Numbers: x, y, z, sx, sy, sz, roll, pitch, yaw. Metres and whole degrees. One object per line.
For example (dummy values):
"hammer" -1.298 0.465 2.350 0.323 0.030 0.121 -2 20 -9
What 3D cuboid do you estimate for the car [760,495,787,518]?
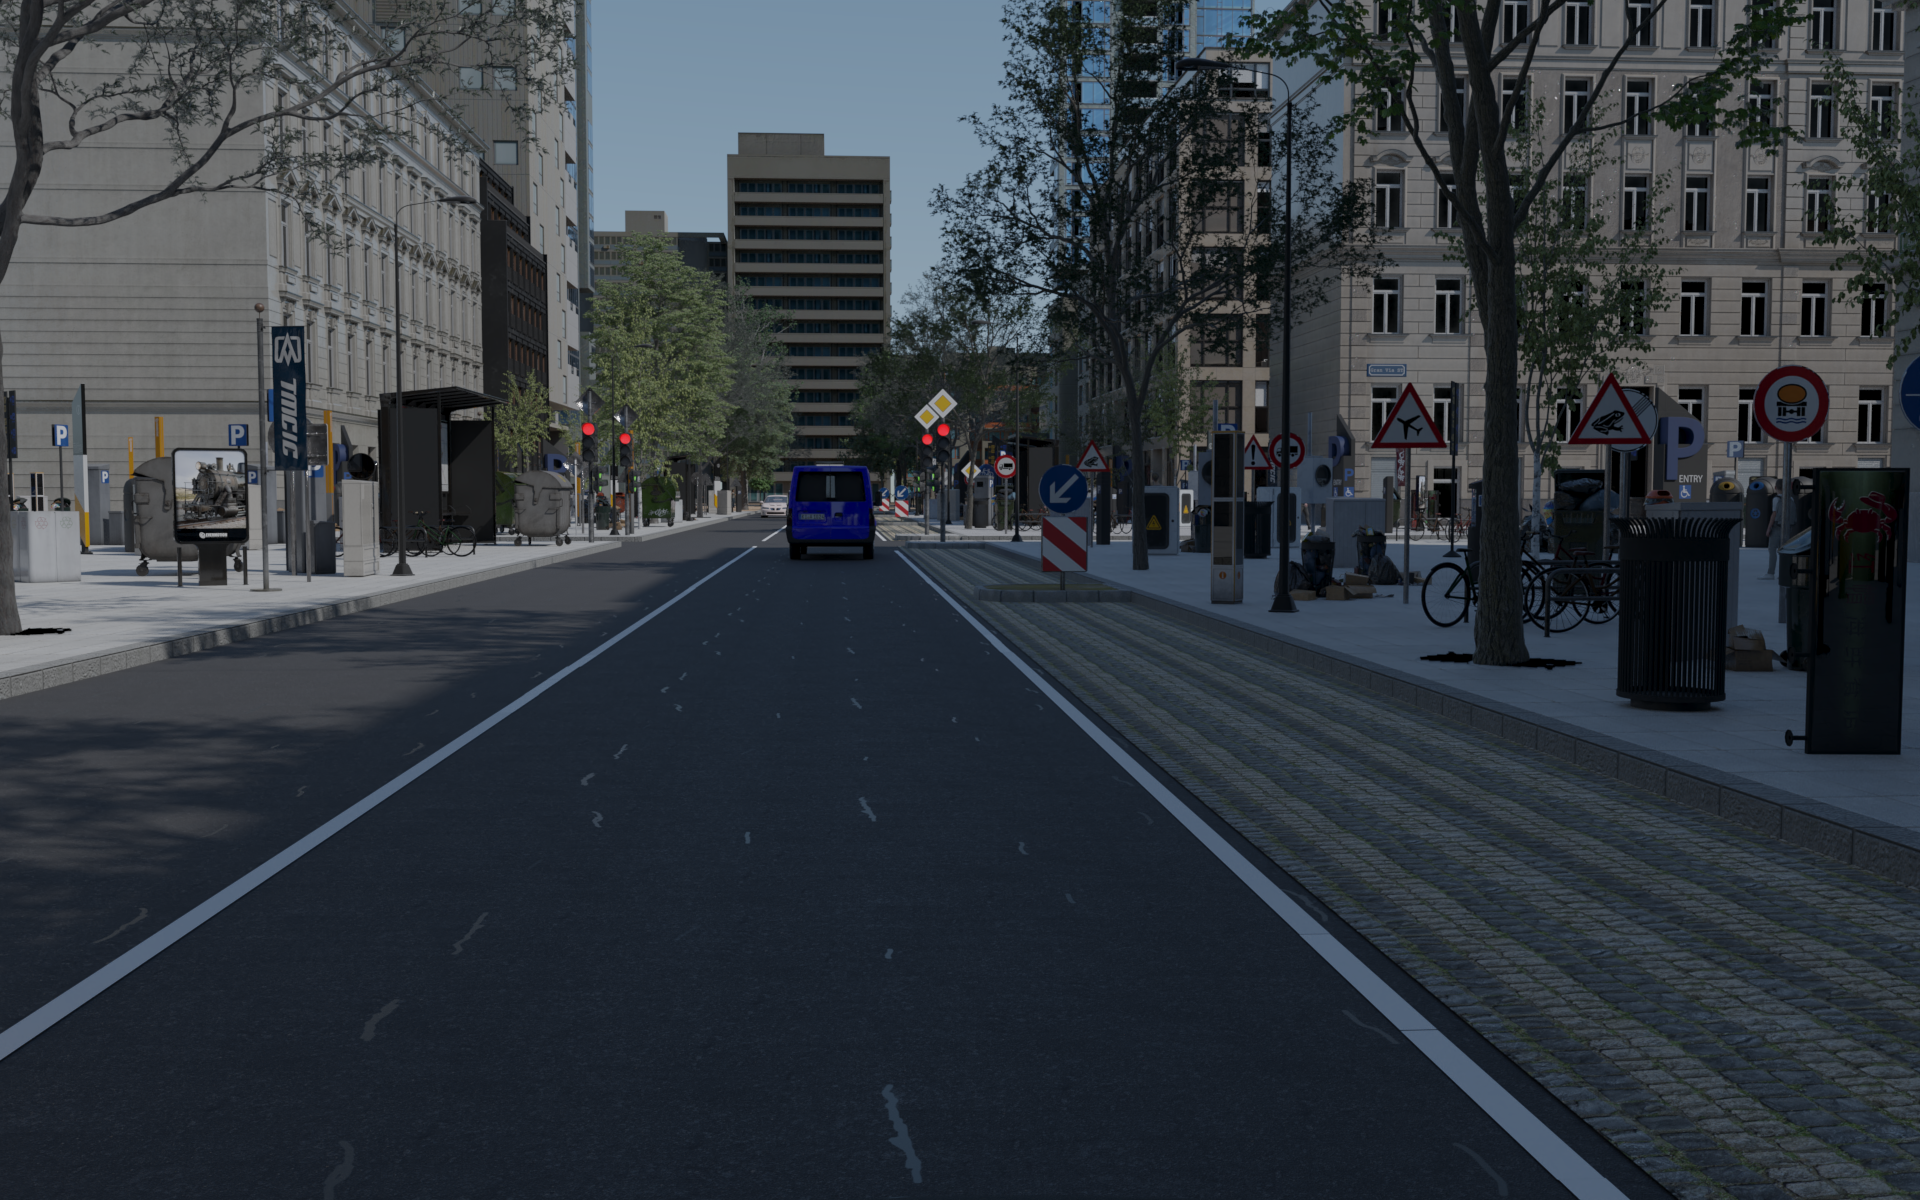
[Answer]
"car" -11.096 -5.684 105.293 2.083 1.381 4.827 0 4 -3

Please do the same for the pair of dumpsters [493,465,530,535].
"pair of dumpsters" -14.575 -3.246 55.568 1.574 2.255 4.437 0 4 -4

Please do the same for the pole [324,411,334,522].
"pole" -15.449 -2.971 42.414 0.158 3.312 0.155 0 3 0

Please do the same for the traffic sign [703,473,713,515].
"traffic sign" -15.288 -6.380 104.318 0.884 2.594 0.081 0 4 -4

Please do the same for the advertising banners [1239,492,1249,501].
"advertising banners" 13.945 -5.705 89.468 2.074 3.025 0.090 -1 4 -14

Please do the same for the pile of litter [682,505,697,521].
"pile of litter" -13.575 -4.282 83.972 1.719 0.858 1.176 1 4 19

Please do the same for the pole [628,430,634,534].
"pole" -10.570 -3.773 55.530 0.158 3.312 0.155 0 3 0

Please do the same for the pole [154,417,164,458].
"pole" -21.097 -3.172 45.704 0.158 3.312 0.155 0 3 0

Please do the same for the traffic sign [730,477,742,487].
"traffic sign" -16.695 -7.898 129.141 0.884 2.594 0.081 0 4 -3

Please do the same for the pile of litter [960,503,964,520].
"pile of litter" -0.819 -5.046 96.466 1.719 0.858 1.176 -1 4 -20

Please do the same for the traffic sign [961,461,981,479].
"traffic sign" 0.455 -4.202 68.435 0.795 2.593 0.064 0 4 0

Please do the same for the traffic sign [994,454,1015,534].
"traffic sign" 1.480 -3.395 55.613 0.768 2.556 0.104 0 4 3

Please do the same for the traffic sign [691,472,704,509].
"traffic sign" -15.027 -6.059 99.170 0.768 2.556 0.104 0 4 4

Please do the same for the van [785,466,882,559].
"van" -2.895 -2.157 39.647 2.240 2.365 5.245 0 4 -3

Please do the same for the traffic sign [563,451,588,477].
"traffic sign" -11.828 -3.274 53.268 0.795 2.593 0.064 0 3 0

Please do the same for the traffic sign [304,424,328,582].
"traffic sign" -9.489 -1.410 25.181 0.606 2.300 0.079 0 4 -1

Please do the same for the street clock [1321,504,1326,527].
"street clock" 14.212 -3.862 67.710 0.471 2.002 0.358 0 4 5

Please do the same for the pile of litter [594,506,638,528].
"pile of litter" -13.077 -3.177 65.914 1.719 0.858 1.176 0 4 -4

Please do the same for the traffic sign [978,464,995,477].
"traffic sign" 1.112 -4.460 73.023 0.768 2.556 0.104 0 4 5

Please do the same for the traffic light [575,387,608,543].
"traffic light" -9.714 -3.467 45.609 0.839 4.253 0.868 0 4 -4

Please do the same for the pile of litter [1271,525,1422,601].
"pile of litter" 4.596 -0.452 21.354 1.719 0.858 1.176 -1 4 -10

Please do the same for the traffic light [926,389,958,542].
"traffic light" -0.478 -3.509 46.293 0.839 4.253 0.868 0 4 -4

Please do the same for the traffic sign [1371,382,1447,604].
"traffic sign" 5.222 -1.236 20.209 0.884 2.594 0.081 0 4 1

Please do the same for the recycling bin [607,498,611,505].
"recycling bin" -25.029 -6.878 125.015 0.722 1.027 0.722 -2 4 -30

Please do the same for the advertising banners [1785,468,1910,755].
"advertising banners" 5.125 -0.748 8.425 2.074 3.025 0.090 0 4 2

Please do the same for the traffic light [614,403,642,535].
"traffic light" -10.292 -3.954 53.573 0.839 4.253 0.868 0 4 -4

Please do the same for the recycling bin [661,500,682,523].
"recycling bin" -12.925 -3.978 77.591 0.722 1.027 0.722 2 4 28

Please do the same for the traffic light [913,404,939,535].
"traffic light" -1.056 -3.996 54.257 0.839 4.253 0.868 0 4 -4

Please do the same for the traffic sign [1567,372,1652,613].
"traffic sign" 6.962 -1.139 18.627 0.884 2.594 0.081 0 4 2

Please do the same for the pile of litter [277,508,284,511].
"pile of litter" -21.260 -2.449 54.013 1.719 0.858 1.176 0 4 2

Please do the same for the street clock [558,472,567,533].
"street clock" -13.228 -3.240 57.550 0.358 2.002 0.471 0 4 0

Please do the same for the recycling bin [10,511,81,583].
"recycling bin" -13.395 -0.784 25.373 0.722 1.027 0.722 3 5 41

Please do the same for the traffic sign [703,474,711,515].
"traffic sign" -15.956 -6.611 108.190 0.768 2.556 0.104 0 4 5

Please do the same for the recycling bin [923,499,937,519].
"recycling bin" -1.504 -4.660 88.747 0.722 1.027 0.722 0 3 0

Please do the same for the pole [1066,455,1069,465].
"pole" 5.607 -5.903 90.355 0.158 3.312 0.155 0 3 0

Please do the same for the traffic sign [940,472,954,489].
"traffic sign" -0.749 -5.973 97.763 0.768 2.556 0.104 0 4 -2

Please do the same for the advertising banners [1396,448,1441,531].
"advertising banners" 16.067 -3.956 60.863 0.090 3.025 2.074 -2 4 -33

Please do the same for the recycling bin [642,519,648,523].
"recycling bin" -14.164 -4.027 78.390 0.722 1.027 0.722 -1 4 -13

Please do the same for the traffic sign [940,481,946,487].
"traffic sign" -1.120 -7.872 128.821 0.768 2.556 0.104 0 4 2

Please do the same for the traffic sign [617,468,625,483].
"traffic sign" -15.658 -4.968 81.222 0.884 2.594 0.081 0 4 3

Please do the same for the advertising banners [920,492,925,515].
"advertising banners" -2.221 -6.721 106.070 0.090 3.025 2.074 -1 4 -10

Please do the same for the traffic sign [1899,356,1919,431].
"traffic sign" 8.618 -0.929 15.302 0.768 2.556 0.104 0 4 -2

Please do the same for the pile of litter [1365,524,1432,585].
"pile of litter" 6.115 -0.674 24.991 1.176 0.858 1.719 0 4 -7

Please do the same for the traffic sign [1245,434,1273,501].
"traffic sign" 6.397 -2.316 37.869 0.884 2.594 0.081 0 4 0

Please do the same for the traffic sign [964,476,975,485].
"traffic sign" 0.648 -6.353 103.974 0.768 2.556 0.104 0 4 -3

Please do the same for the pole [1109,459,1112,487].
"pole" 8.831 -6.587 101.534 0.158 3.312 0.155 0 3 0

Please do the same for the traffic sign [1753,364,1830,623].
"traffic sign" 8.180 -1.042 17.141 0.768 2.556 0.104 0 4 -2

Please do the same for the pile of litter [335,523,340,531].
"pile of litter" -21.829 -2.797 59.689 1.176 0.858 1.719 0 4 8

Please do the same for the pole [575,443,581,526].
"pole" -15.159 -4.583 68.769 0.158 3.312 0.155 0 3 0

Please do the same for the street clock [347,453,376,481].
"street clock" -10.542 -1.589 30.548 0.471 2.002 0.358 -1 4 -17

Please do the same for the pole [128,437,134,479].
"pole" -29.716 -4.177 62.132 0.158 3.312 0.155 0 3 0

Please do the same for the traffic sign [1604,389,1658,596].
"traffic sign" 8.071 -1.283 21.084 0.768 2.556 0.104 0 4 3

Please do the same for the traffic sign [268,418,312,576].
"traffic sign" -10.455 -1.653 27.130 0.768 2.556 0.104 0 4 0

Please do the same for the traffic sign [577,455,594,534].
"traffic sign" -12.208 -3.420 56.018 0.768 2.556 0.104 0 4 0
